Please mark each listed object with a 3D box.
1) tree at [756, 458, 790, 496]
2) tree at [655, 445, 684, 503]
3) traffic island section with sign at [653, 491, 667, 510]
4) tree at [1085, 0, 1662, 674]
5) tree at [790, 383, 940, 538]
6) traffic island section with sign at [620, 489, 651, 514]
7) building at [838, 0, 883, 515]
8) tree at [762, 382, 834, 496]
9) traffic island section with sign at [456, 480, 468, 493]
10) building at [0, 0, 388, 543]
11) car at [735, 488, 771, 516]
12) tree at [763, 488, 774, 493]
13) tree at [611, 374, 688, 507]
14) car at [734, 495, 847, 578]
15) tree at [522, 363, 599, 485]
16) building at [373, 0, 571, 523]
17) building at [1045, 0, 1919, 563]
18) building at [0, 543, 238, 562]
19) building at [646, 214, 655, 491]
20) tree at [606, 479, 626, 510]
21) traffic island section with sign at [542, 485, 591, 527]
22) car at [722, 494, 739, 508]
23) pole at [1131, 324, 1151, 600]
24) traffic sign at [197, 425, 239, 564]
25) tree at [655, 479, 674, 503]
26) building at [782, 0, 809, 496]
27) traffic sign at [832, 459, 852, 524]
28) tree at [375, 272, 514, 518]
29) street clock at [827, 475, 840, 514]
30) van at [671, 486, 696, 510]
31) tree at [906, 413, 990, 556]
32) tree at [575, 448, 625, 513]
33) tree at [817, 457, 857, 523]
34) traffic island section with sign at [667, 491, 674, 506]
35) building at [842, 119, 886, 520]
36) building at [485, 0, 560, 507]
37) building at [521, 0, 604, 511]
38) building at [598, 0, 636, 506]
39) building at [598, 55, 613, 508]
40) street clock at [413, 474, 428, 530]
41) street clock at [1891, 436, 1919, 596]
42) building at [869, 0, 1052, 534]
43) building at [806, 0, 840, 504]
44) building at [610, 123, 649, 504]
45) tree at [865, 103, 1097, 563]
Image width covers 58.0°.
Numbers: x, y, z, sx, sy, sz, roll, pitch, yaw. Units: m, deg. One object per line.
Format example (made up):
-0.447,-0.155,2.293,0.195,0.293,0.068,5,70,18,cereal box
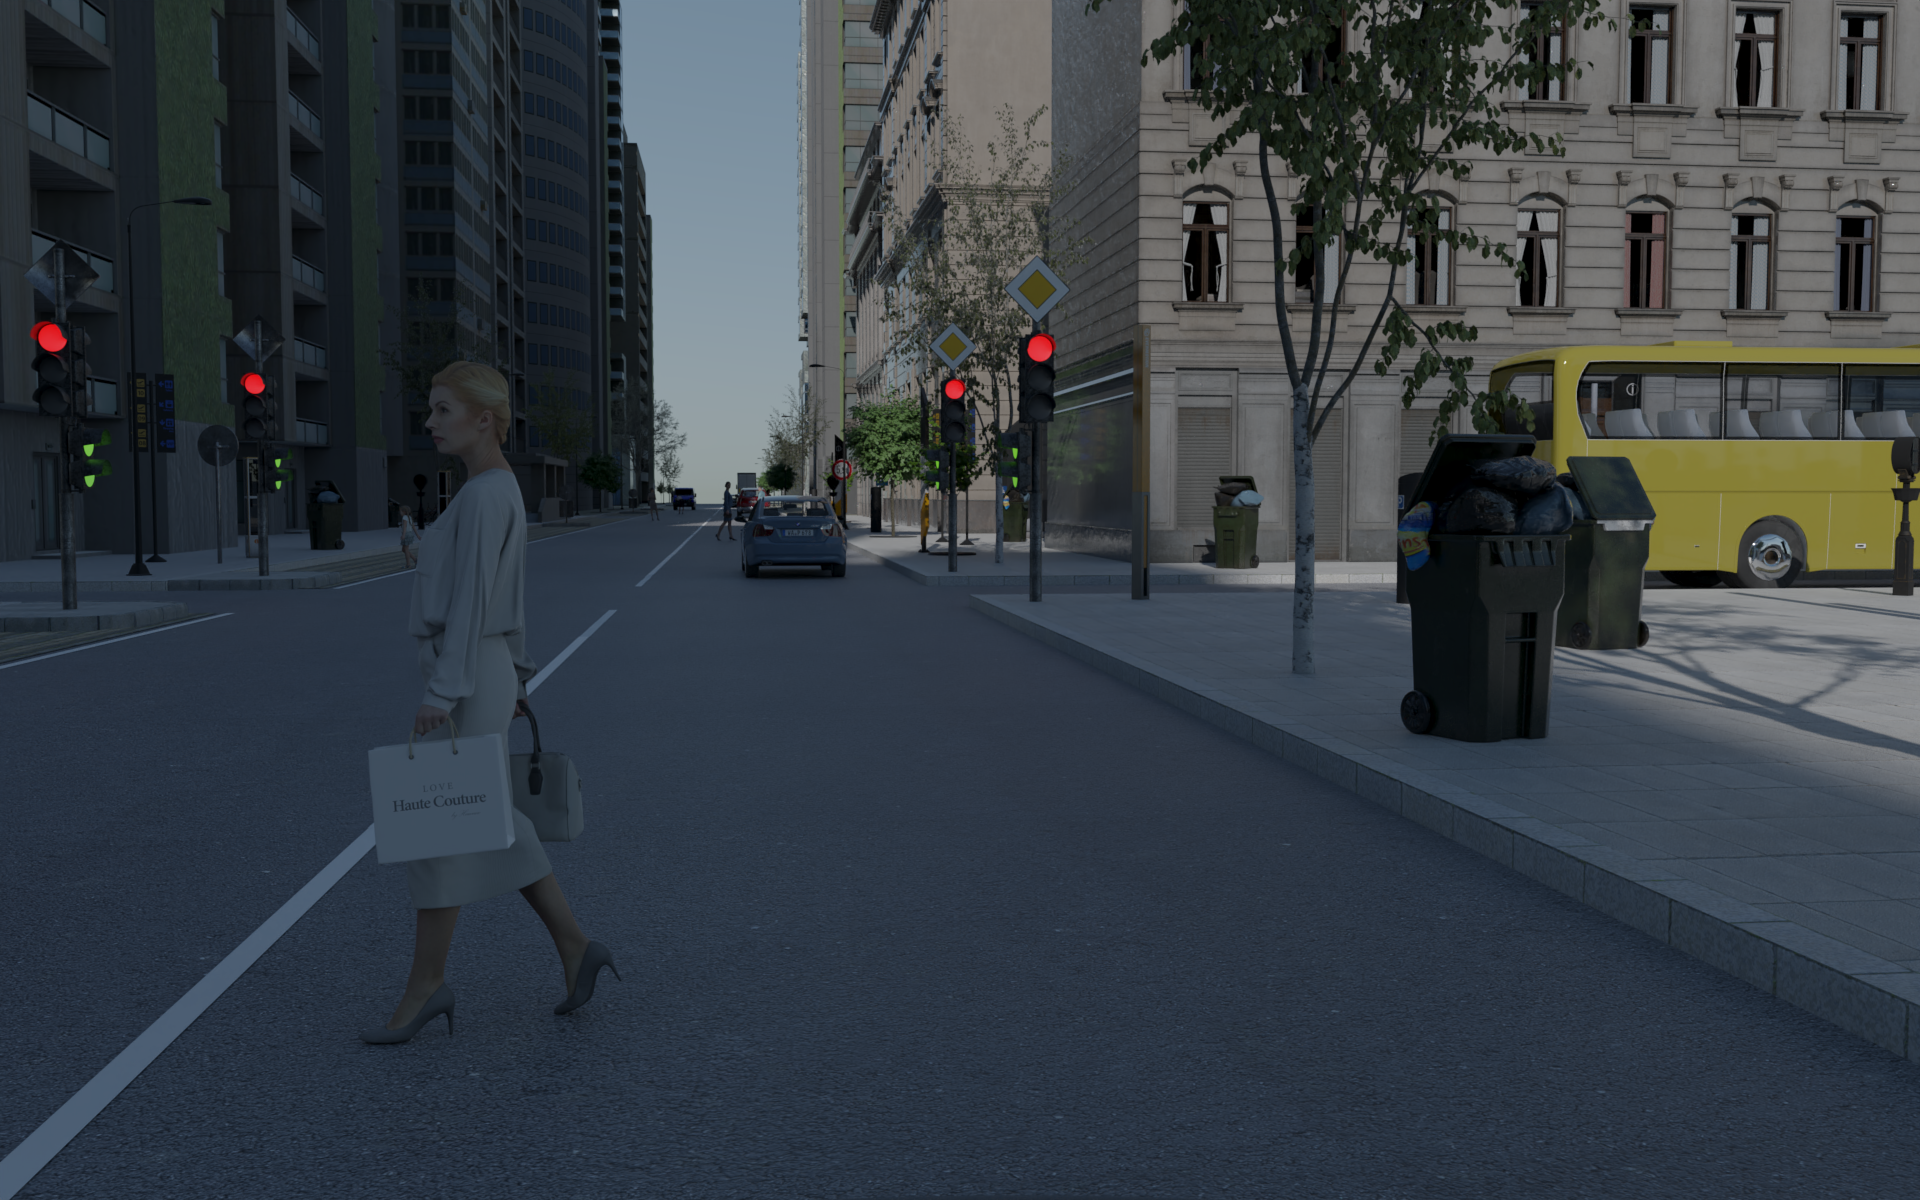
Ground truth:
-15.948,-10.512,155.583,4.285,4.588,4.351,0,3,0,tree
-41.466,-18.149,247.091,4.737,8.622,4.395,0,3,0,tree
-27.220,-8.841,153.179,1.989,1.847,2.006,0,4,-7,traffic island section with sign
2.539,-3.766,11.930,4.737,8.622,4.395,0,3,0,tree
-1.955,-4.144,51.462,4.285,4.588,4.351,0,3,0,tree
-23.713,-7.175,125.931,1.989,1.847,2.006,0,4,-7,traffic island section with sign
-1.051,-26.333,114.135,14.154,41.232,14.086,0,4,-7,building
-10.428,-9.949,113.035,4.360,8.622,3.978,0,3,0,tree
-13.683,-2.422,48.223,1.989,1.847,2.006,0,4,-7,traffic island section with sign
-27.150,-22.709,54.882,14.154,41.232,14.086,0,4,-7,building
-12.844,-6.046,107.533,2.281,1.827,5.304,0,4,-8,car
-26.948,-15.156,242.404,1.663,3.219,1.824,0,3,0,tree
-32.824,-16.253,176.100,12.009,13.543,11.850,0,3,0,tree
-3.025,-1.166,31.074,2.014,1.417,4.499,-1,4,-8,car
-22.662,-9.052,98.358,4.737,8.622,4.395,0,3,0,tree
-35.552,-23.802,81.044,32.217,40.220,23.993,0,4,-7,building
11.464,-11.498,37.144,18.267,20.994,9.793,0,4,-7,building
-23.608,-21.377,33.111,14.154,41.232,14.086,0,4,-7,building
-50.856,-34.368,245.508,14.154,41.232,14.086,0,4,-7,building
-27.808,-8.791,138.326,1.663,3.219,1.824,0,3,0,tree
-17.294,-4.136,76.249,1.989,1.847,2.006,0,4,-7,traffic island section with sign
-20.694,-9.073,158.132,2.009,1.686,4.222,-1,4,-8,car
2.197,-1.660,20.985,0.158,3.312,0.155,0,3,0,pole
-13.656,-1.944,31.884,0.768,2.556,0.104,0,4,2,traffic sign
-38.130,-13.890,221.708,1.663,3.219,1.824,0,3,0,tree
-14.095,-57.081,245.945,22.319,86.520,31.000,0,4,-7,building
-4.330,-3.885,63.628,0.768,2.556,0.104,0,4,-4,traffic sign
-17.350,-6.605,58.362,4.360,8.622,3.978,0,3,0,tree
-4.758,-3.697,65.009,0.471,2.002,0.358,-1,4,-9,street clock
-24.799,-9.266,155.883,2.240,2.365,5.245,0,4,-7,van
-0.180,-2.564,36.527,1.663,3.219,1.824,0,3,0,tree
-25.074,-8.389,120.881,4.285,4.588,4.351,0,3,0,tree
-5.324,-5.106,78.088,1.663,3.219,1.824,0,3,0,tree
-34.242,-12.160,207.448,1.989,1.847,2.006,0,4,-7,traffic island section with sign
1.091,-15.331,92.459,13.314,21.916,24.055,0,4,-7,building
-36.569,-41.057,109.541,20.563,71.187,20.611,0,4,-7,building
-39.664,-36.214,134.097,21.231,58.520,28.212,0,4,-7,building
-48.790,-54.215,199.080,22.319,86.520,31.000,0,4,-7,building
-39.157,-28.892,155.974,14.154,41.232,14.086,0,4,-7,building
-19.425,-3.538,62.414,0.471,2.002,0.358,0,4,-1,street clock
11.921,-1.056,21.836,0.471,2.002,0.358,-3,5,-42,street clock
3.602,-16.549,67.836,12.463,27.353,25.104,0,4,-7,building
-3.888,-38.005,163.385,21.231,58.520,28.212,0,4,-7,building
-52.188,-36.854,226.271,21.300,48.544,21.600,0,4,-7,building
0.499,-4.985,31.873,4.360,8.622,3.978,0,3,0,tree
